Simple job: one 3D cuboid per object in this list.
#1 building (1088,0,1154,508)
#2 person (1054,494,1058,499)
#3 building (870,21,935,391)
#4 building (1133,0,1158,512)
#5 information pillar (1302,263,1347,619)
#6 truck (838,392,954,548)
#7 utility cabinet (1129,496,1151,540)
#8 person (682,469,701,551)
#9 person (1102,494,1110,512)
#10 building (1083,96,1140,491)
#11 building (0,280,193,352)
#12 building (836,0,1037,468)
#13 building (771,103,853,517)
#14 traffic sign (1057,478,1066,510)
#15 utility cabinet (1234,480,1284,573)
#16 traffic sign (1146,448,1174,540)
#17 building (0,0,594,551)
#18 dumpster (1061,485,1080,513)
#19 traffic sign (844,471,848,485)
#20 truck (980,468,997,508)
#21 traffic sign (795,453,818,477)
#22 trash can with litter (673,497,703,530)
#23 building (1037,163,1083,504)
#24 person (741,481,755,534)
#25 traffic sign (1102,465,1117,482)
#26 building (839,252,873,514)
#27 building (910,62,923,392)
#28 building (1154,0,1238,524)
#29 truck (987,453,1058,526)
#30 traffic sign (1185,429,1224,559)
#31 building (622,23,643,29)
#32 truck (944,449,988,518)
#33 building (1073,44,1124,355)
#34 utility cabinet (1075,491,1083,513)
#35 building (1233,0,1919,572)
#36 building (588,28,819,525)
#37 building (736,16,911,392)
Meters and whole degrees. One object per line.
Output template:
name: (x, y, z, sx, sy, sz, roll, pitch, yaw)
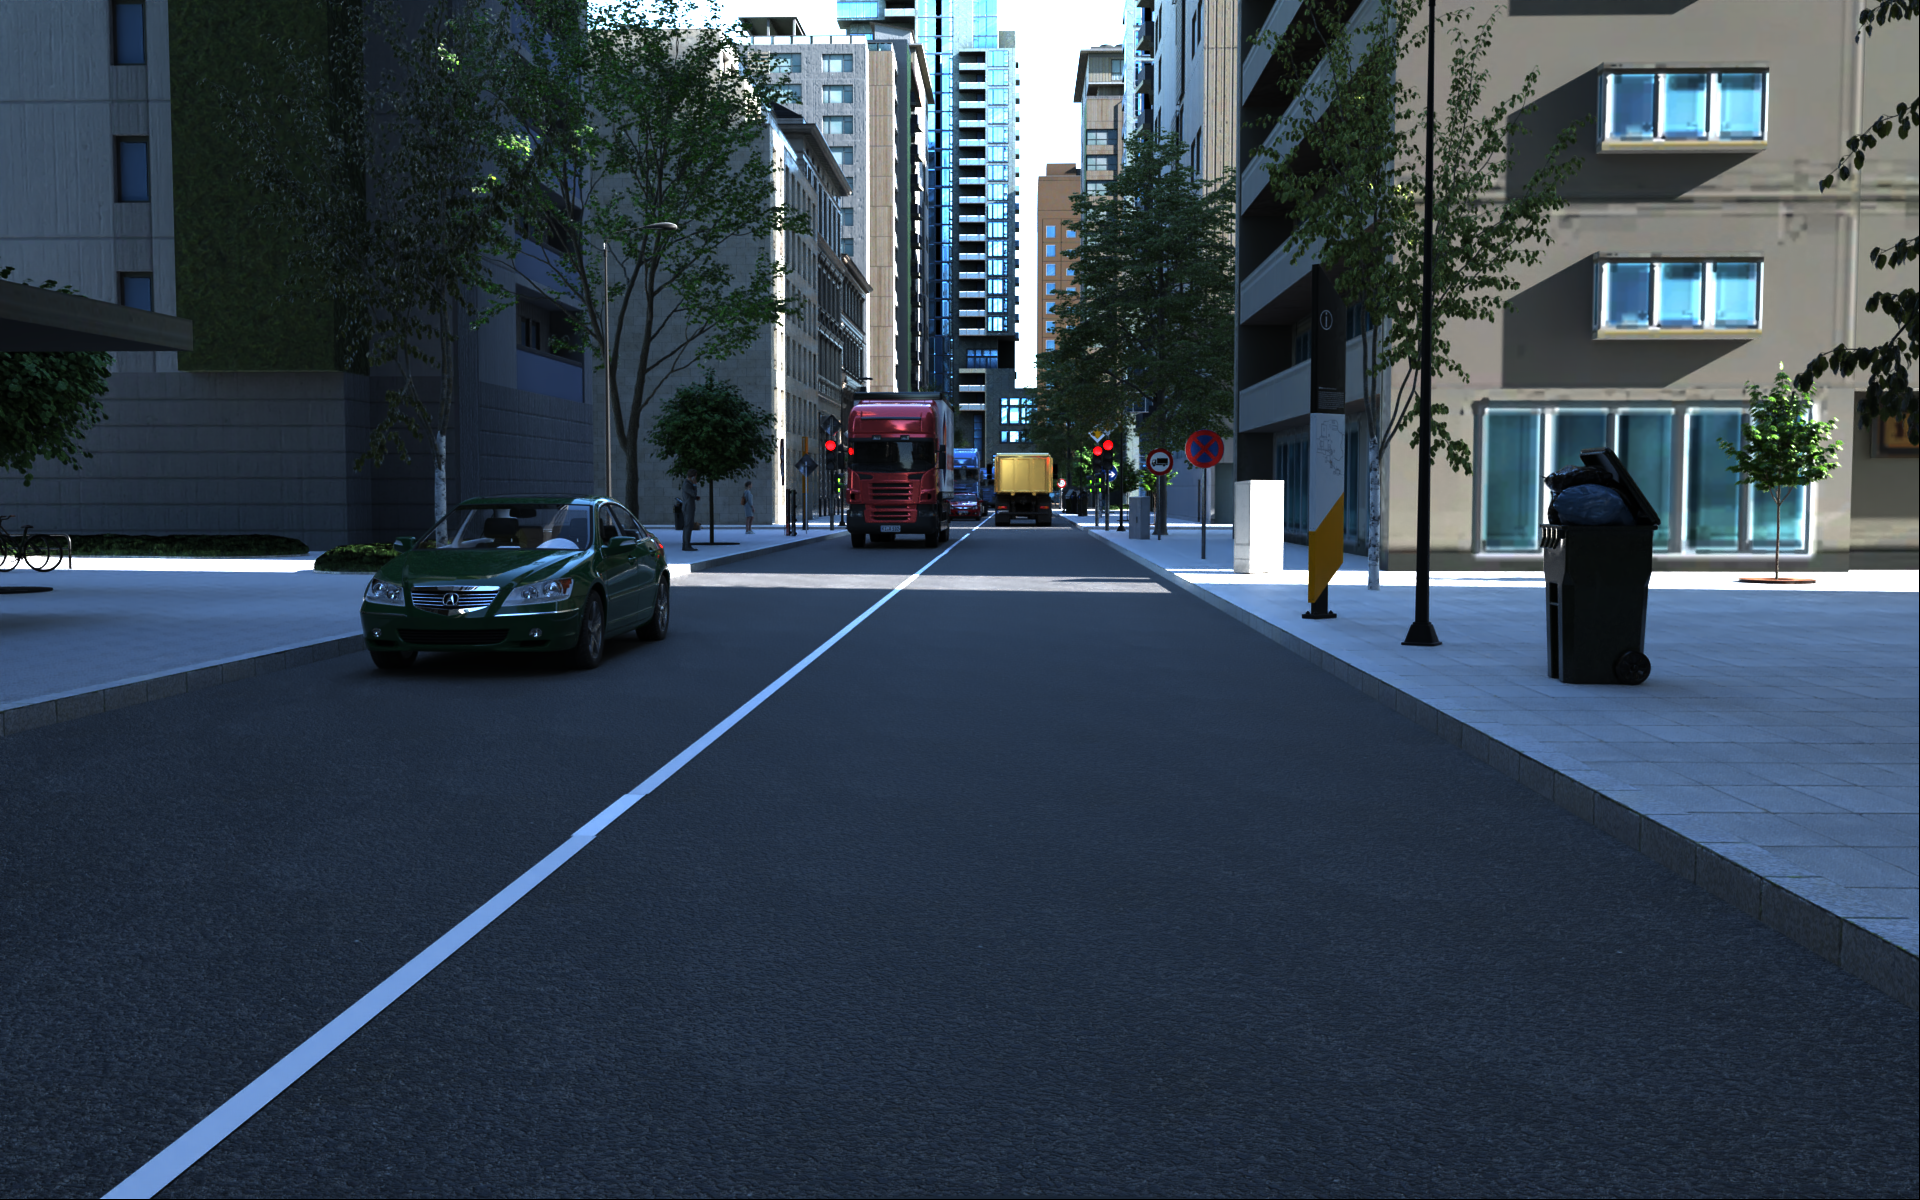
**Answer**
building: (23.597, -51.645, 157.059, 22.319, 86.520, 31.000, 0, 4, 2)
person: (10.990, -11.547, 198.067, 0.599, 1.433, 0.991, -1, 4, -17)
building: (-17.326, -37.541, 203.032, 27.495, 52.752, 28.713, 0, 4, 2)
building: (23.357, -28.318, 117.619, 22.147, 44.769, 28.867, 0, 4, 2)
information pillar: (3.778, -1.621, 17.850, 0.504, 3.616, 0.183, -3, 5, -40)
truck: (-1.618, -3.728, 49.870, 2.839, 4.237, 11.283, 0, 4, 2)
utility cabinet: (5.100, -2.334, 49.320, 0.306, 1.237, 1.020, -1, 4, -14)
person: (-6.077, -2.039, 39.189, 0.447, 1.846, 0.655, -1, 4, -20)
person: (10.464, -7.290, 125.214, 0.713, 1.824, 0.794, 2, 4, 32)
building: (19.911, -30.429, 181.104, 14.154, 41.232, 14.086, 0, 4, 2)
building: (-21.920, -25.349, 3.692, 28.713, 52.752, 27.495, 0, 4, 2)
building: (-4.805, -56.729, 240.189, 31.000, 86.520, 22.319, 0, 4, 2)
building: (-12.514, -16.499, 98.629, 11.050, 23.489, 19.941, 0, 4, 2)
traffic sign: (8.305, -8.665, 141.779, 0.768, 2.556, 0.104, 0, 4, 4)
utility cabinet: (4.845, -1.189, 28.121, 0.318, 1.500, 1.173, 3, 4, 36)
traffic sign: (5.540, -2.934, 48.082, 0.768, 2.556, 0.104, 0, 4, 3)
building: (-25.383, -30.914, 47.450, 28.212, 58.520, 21.231, 0, 4, 2)
dumpster: (7.497, -6.796, 116.868, 1.264, 1.857, 1.865, 0, 4, 2)
traffic sign: (-4.869, -4.602, 77.377, 0.606, 2.300, 0.079, 0, 4, 5)
truck: (2.821, -11.827, 183.122, 2.967, 4.110, 18.799, 0, 4, 2)
traffic sign: (-4.973, -3.436, 55.914, 0.795, 2.593, 0.064, 1, 4, 12)
trash can with litter: (-9.628, -3.059, 61.398, 1.055, 1.170, 0.624, 0, 4, 5)
building: (17.655, -35.894, 236.984, 14.200, 45.320, 14.600, 0, 4, 2)
person: (-6.796, -2.975, 55.693, 0.522, 1.701, 0.512, -1, 4, -23)
traffic sign: (6.228, -4.449, 72.845, 0.768, 2.556, 0.104, 0, 4, 6)
building: (-11.988, -15.517, 118.333, 10.561, 19.102, 19.286, 0, 4, 2)
building: (-15.133, -31.758, 173.875, 22.147, 44.769, 28.867, 0, 4, 2)
building: (23.348, -30.211, 83.181, 27.495, 52.752, 28.713, 0, 4, 2)
truck: (2.917, -5.173, 80.509, 3.469, 3.379, 9.791, 0, 4, 2)
traffic sign: (4.813, -2.083, 34.157, 0.768, 2.556, 0.104, 0, 4, 6)
building: (-44.820, -37.571, 203.525, 27.495, 52.752, 28.713, 0, 4, 2)
truck: (0.267, -7.237, 108.079, 2.967, 4.110, 18.799, 0, 4, 3)
building: (27.879, -37.467, 201.827, 28.713, 52.752, 27.495, 0, 4, 2)
utility cabinet: (7.760, -6.506, 115.057, 1.173, 1.500, 0.318, 3, 5, 43)
building: (18.096, -25.298, 37.317, 21.300, 48.544, 21.600, 0, 4, 2)
building: (-12.705, -13.776, 79.988, 10.420, 20.320, 16.860, 0, 4, 2)
building: (-11.697, -28.617, 151.485, 14.154, 41.232, 14.086, 0, 4, 2)
